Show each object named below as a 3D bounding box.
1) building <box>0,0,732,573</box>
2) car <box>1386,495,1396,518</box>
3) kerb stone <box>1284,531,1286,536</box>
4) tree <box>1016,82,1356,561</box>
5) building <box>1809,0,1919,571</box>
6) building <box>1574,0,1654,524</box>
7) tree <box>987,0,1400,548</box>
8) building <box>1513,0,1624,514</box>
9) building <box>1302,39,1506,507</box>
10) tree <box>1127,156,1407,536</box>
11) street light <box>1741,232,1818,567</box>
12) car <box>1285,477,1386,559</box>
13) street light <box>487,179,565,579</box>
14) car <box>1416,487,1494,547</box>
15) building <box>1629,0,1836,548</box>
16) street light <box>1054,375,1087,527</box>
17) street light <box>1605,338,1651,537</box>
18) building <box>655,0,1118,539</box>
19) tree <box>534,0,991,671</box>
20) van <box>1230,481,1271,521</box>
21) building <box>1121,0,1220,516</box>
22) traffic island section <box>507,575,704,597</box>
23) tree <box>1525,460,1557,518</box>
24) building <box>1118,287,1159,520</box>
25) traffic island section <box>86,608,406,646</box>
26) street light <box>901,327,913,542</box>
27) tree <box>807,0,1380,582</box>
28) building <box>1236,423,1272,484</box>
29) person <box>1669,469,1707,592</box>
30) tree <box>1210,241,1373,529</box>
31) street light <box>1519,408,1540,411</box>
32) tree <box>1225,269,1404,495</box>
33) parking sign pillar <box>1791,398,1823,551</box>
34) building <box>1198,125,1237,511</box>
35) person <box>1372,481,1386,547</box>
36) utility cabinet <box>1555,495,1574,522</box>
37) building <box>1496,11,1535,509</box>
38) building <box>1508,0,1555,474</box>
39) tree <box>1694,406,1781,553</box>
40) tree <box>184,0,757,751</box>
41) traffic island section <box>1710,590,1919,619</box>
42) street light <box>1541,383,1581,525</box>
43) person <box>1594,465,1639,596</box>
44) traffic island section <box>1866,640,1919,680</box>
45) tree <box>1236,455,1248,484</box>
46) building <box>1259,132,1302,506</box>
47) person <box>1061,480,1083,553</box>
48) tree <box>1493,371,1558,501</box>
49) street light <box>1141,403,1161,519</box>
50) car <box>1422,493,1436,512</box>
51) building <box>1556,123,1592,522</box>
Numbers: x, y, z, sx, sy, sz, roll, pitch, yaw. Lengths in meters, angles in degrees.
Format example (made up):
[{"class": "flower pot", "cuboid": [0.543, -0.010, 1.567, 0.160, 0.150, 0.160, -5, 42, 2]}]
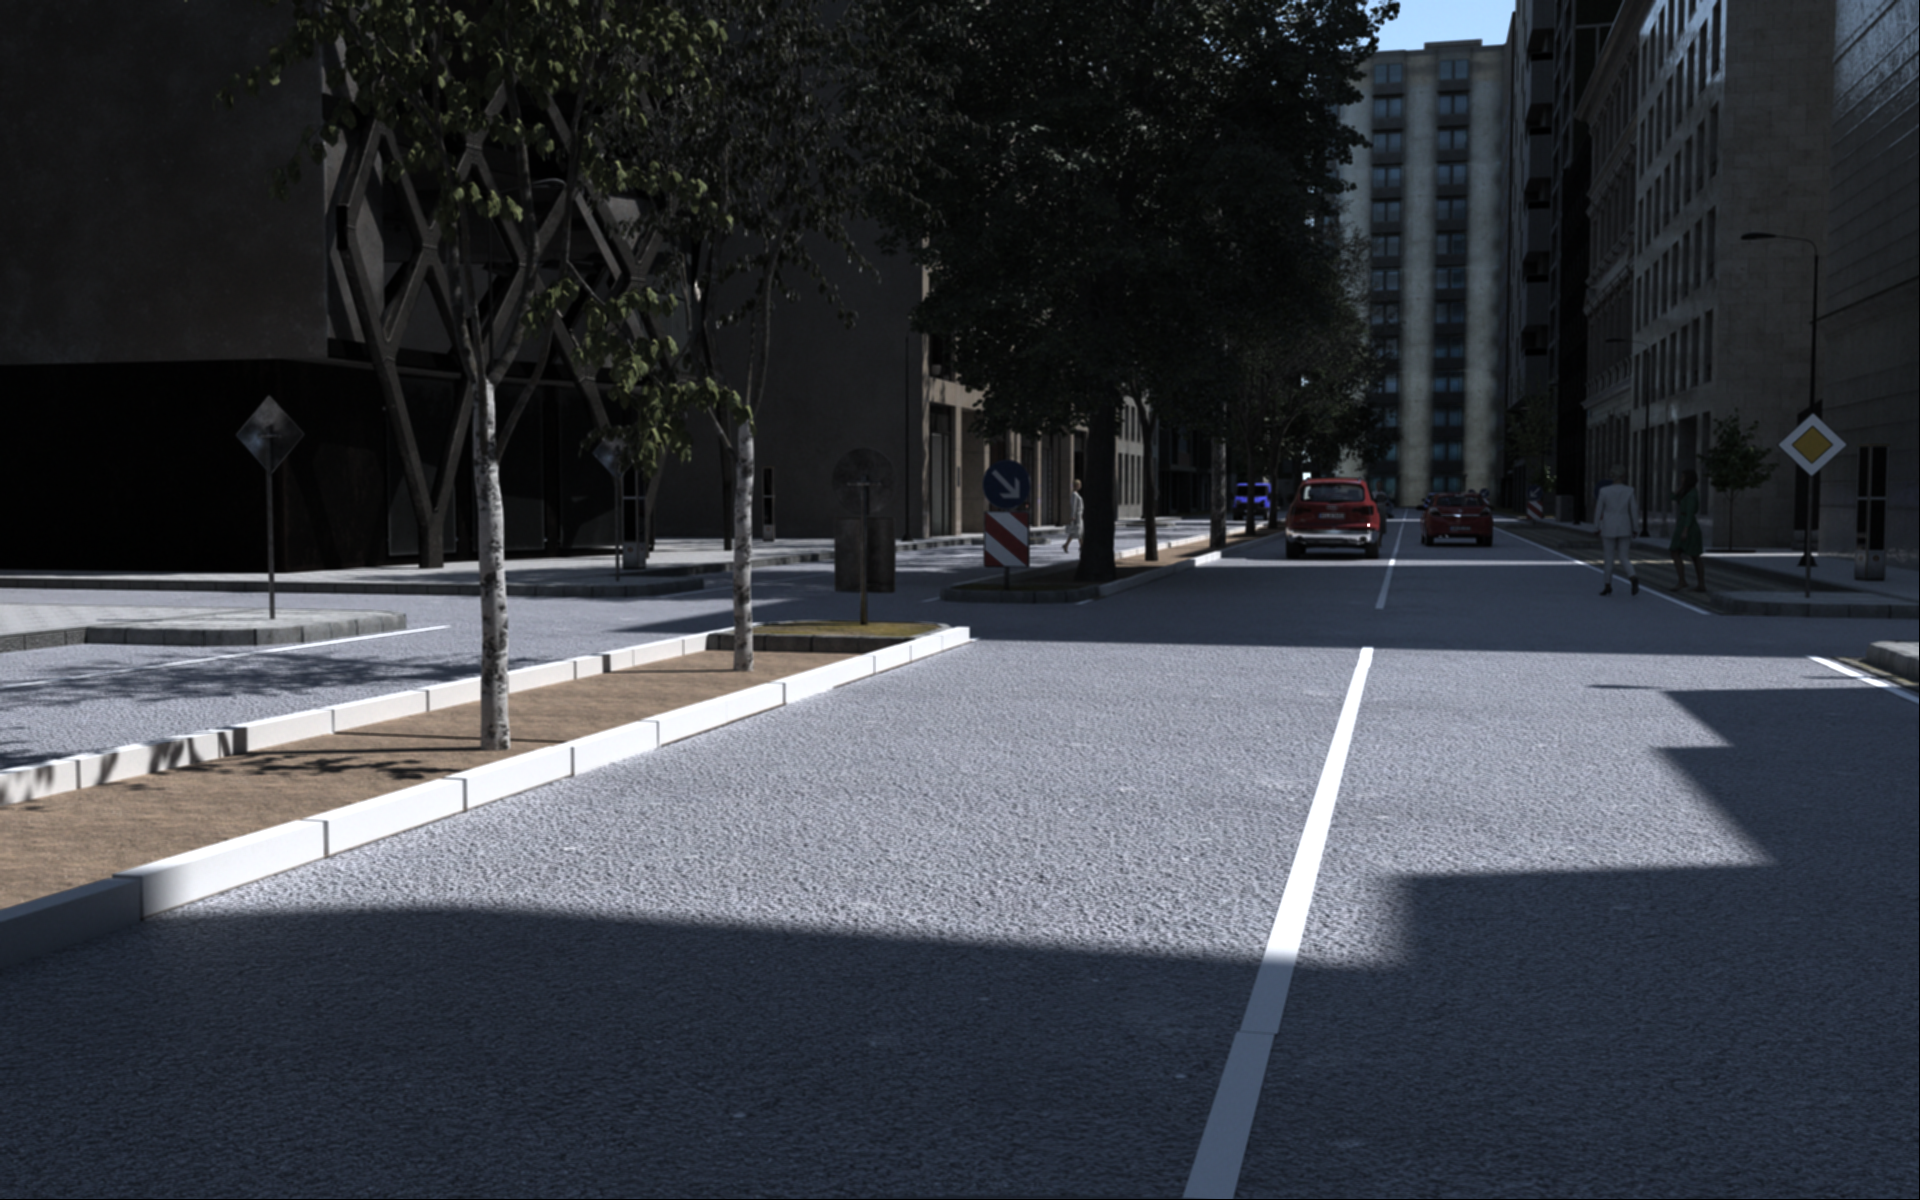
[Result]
[{"class": "building", "cuboid": [-13.819, -10.360, 36.832, 16.820, 18.784, 16.811, 1, 4, 15]}, {"class": "car", "cuboid": [25.018, -5.605, 103.637, 2.014, 1.417, 4.499, 1, 4, 16]}, {"class": "kerb stone", "cuboid": [10.645, -2.151, 57.447, 0.120, 0.150, 1.000, 1, 4, 15]}, {"class": "tree", "cuboid": [4.188, -6.116, 36.874, 8.767, 10.594, 7.601, 1, 4, 15]}, {"class": "building", "cuboid": [36.572, -15.024, 22.051, 44.131, 29.872, 17.030, 1, 4, 15]}, {"class": "building", "cuboid": [30.313, -14.057, 65.981, 11.583, 22.565, 21.152, 1, 4, 15]}, {"class": "tree", "cuboid": [5.907, -11.518, 46.660, 12.611, 20.169, 13.585, 0, 3, 0]}, {"class": "building", "cuboid": [47.677, -41.198, 111.837, 20.563, 71.187, 20.611, 1, 4, 15]}, {"class": "building", "cuboid": [52.364, -34.637, 185.920, 30.456, 49.044, 23.786, 1, 4, 15]}, {"class": "tree", "cuboid": [9.964, -8.935, 58.921, 12.009, 13.543, 11.850, 0, 3, 0]}, {"class": "street light", "cuboid": [14.555, -3.562, 30.782, 1.470, 5.913, 1.316, 1, 4, 15]}, {"class": "car", "cuboid": [8.617, -1.907, 39.846, 2.281, 1.827, 5.304, 1, 4, 14]}, {"class": "street light", "cuboid": [-6.492, -3.258, 25.809, 1.470, 5.913, 1.316, 1, 4, 15]}, {"class": "car", "cuboid": [13.979, -2.434, 48.831, 2.155, 1.783, 4.494, 1, 4, 13]}, {"class": "building", "cuboid": [25.200, -11.806, 47.776, 10.420, 20.320, 16.860, 1, 4, 15]}, {"class": "street light", "cuboid": [4.398, -5.799, 67.360, 1.470, 5.913, 1.316, 1, 4, 15]}, {"class": "street light", "cuboid": [19.883, -4.835, 51.588, 1.470, 5.913, 1.316, 1, 4, 15]}, {"class": "building", "cuboid": [-6.075, -16.086, 67.522, 19.350, 26.468, 34.151, 1, 4, 15]}, {"class": "tree", "cuboid": [-1.703, -3.739, 13.948, 4.360, 8.622, 3.978, 0, 3, 0]}, {"class": "van", "cuboid": [16.018, -5.516, 94.565, 2.240, 2.365, 5.245, 1, 4, 14]}, {"class": "building", "cuboid": [5.321, -28.139, 114.695, 22.147, 44.769, 28.867, 1, 4, 15]}, {"class": "traffic island section", "cuboid": [-5.060, -0.197, 25.494, 2.009, 0.180, 2.903, 1, 4, 15]}, {"class": "tree", "cuboid": [33.064, -6.321, 97.958, 1.663, 3.219, 1.824, 0, 3, 0]}, {"class": "building", "cuboid": [4.183, -14.483, 91.547, 10.420, 20.320, 16.860, 1, 4, 15]}, {"class": "traffic island section", "cuboid": [-7.073, 0.276, 17.766, 2.009, 0.180, 2.903, 1, 4, 15]}, {"class": "street light", "cuboid": [-0.903, -4.526, 46.547, 1.470, 5.913, 1.316, 1, 4, 15]}, {"class": "tree", "cuboid": [2.253, -7.282, 28.167, 9.857, 13.997, 8.962, 0, 3, 0]}, {"class": "building", "cuboid": [13.878, -19.501, 163.880, 28.899, 21.520, 27.650, 1, 4, 15]}, {"class": "person", "cuboid": [10.617, -1.007, 25.213, 0.529, 1.795, 0.600, 1, 4, 14]}, {"class": "tree", "cuboid": [12.911, -8.709, 70.597, 9.928, 11.665, 9.643, 0, 3, 0]}, {"class": "street light", "cuboid": [30.825, -7.387, 93.325, 1.470, 5.913, 1.316, 1, 4, 15]}, {"class": "tree", "cuboid": [16.147, -9.953, 82.199, 9.611, 12.733, 9.660, 0, 3, 0]}, {"class": "parking sign pillar", "cuboid": [19.728, -3.110, 39.320, 1.447, 3.967, 1.447, 3, 4, 38]}, {"class": "building", "cuboid": [13.979, -22.223, 135.044, 14.160, 30.474, 14.107, 1, 4, 15]}, {"class": "person", "cuboid": [11.385, -2.353, 47.193, 0.478, 1.798, 0.641, 1, 4, 16]}, {"class": "utility cabinet", "cuboid": [27.684, -4.165, 79.267, 1.020, 1.237, 0.306, -3, 4, -37]}, {"class": "building", "cuboid": [56.672, -31.031, 157.473, 14.600, 45.320, 14.200, 1, 4, 15]}, {"class": "building", "cuboid": [57.805, -33.389, 135.147, 28.713, 52.752, 27.495, 1, 4, 15]}, {"class": "tree", "cuboid": [16.971, -2.657, 38.046, 1.663, 3.219, 1.824, 0, 3, 0]}, {"class": "tree", "cuboid": [-2.617, -3.447, 9.183, 4.737, 8.622, 4.395, 0, 3, 0]}, {"class": "traffic island section", "cuboid": [10.512, 0.051, 21.447, 2.009, 0.180, 2.903, 1, 4, 15]}, {"class": "street light", "cuboid": [25.330, -6.118, 72.563, 1.470, 5.913, 1.316, 1, 4, 15]}, {"class": "person", "cuboid": [9.200, -0.967, 24.194, 0.514, 1.842, 0.818, 0, 4, -7]}, {"class": "traffic island section", "cuboid": [8.499, 0.524, 13.719, 2.009, 0.180, 2.903, 1, 4, 15]}, {"class": "tree", "cuboid": [23.200, -9.826, 144.373, 4.285, 4.588, 4.351, 0, 3, 0]}, {"class": "building", "cuboid": [29.725, -30.825, 187.586, 14.086, 41.232, 14.154, 1, 4, 15]}, {"class": "person", "cuboid": [2.796, -2.032, 42.070, 0.624, 1.780, 0.694, 1, 4, 18]}, {"class": "tree", "cuboid": [34.153, -9.351, 103.255, 4.737, 8.622, 4.395, 0, 3, 0]}, {"class": "street light", "cuboid": [9.908, -7.072, 88.160, 1.470, 5.913, 1.316, 1, 4, 15]}, {"class": "car", "cuboid": [31.764, -6.472, 115.414, 1.945, 1.707, 3.694, 1, 4, 14]}, {"class": "building", "cuboid": [36.097, -15.528, 83.564, 12.332, 23.373, 15.834, 1, 4, 15]}]
